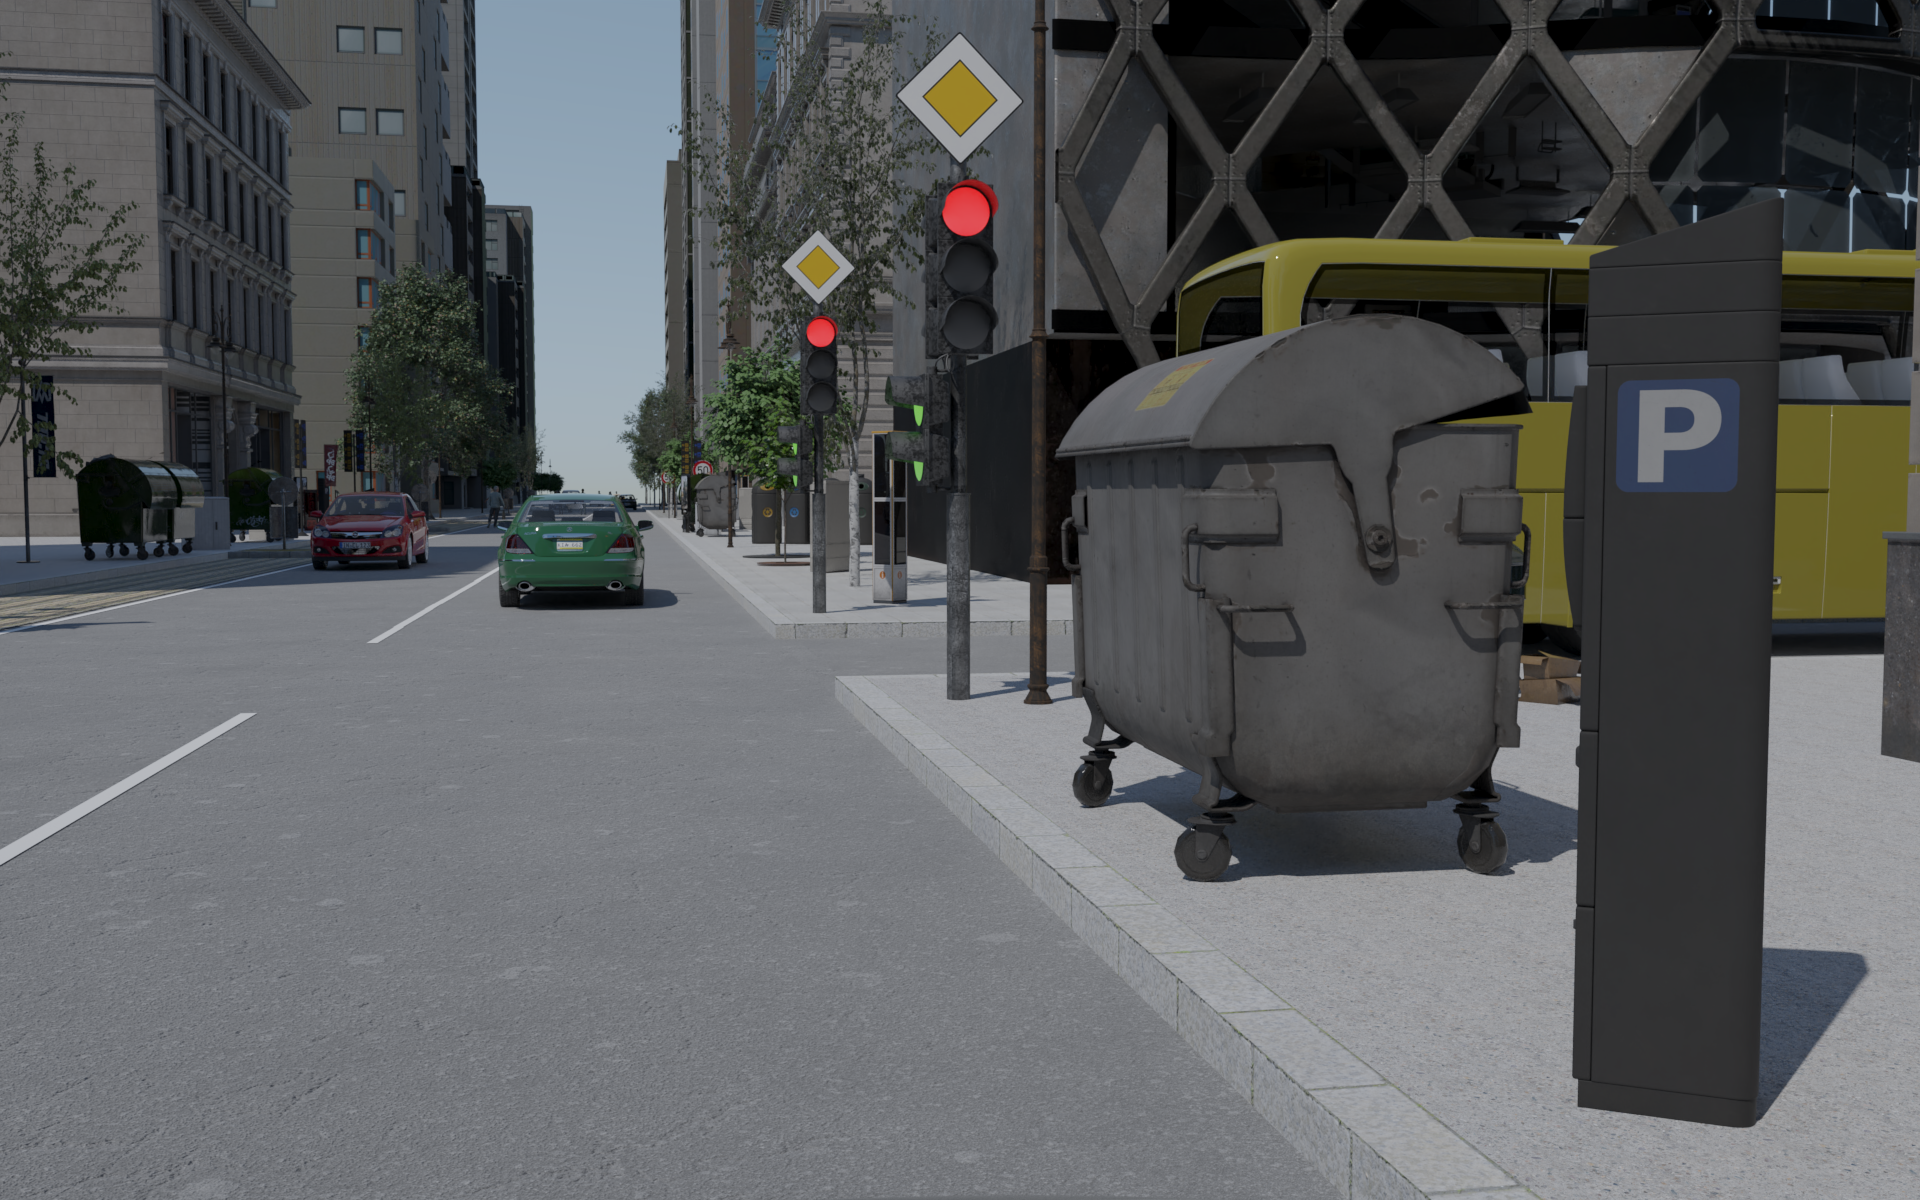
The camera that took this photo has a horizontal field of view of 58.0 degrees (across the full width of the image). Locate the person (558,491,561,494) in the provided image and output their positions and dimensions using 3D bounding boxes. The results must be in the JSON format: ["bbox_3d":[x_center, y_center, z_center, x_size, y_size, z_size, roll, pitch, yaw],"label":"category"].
[{"bbox_3d":[-27.703,-6.726,119.938,0.415,1.643,0.593,0,4,-2],"label":"person"}]

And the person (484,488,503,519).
[{"bbox_3d":[-26.811,-5.585,99.816,0.705,1.824,1.348,3,5,39],"label":"person"}]

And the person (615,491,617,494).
[{"bbox_3d":[-47.029,-13.969,236.980,0.705,1.812,1.348,-1,4,-10],"label":"person"}]

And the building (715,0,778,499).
[{"bbox_3d":[-7.647,-27.919,106.580,14.600,45.320,14.200,-1,4,-11],"label":"building"}]

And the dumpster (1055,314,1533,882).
[{"bbox_3d":[1.177,-0.043,6.457,1.264,1.857,1.865,-1,4,-11],"label":"dumpster"}]

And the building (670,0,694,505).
[{"bbox_3d":[-26.717,-47.759,219.106,20.563,71.187,20.611,-1,4,-11],"label":"building"}]

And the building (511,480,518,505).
[{"bbox_3d":[-69.229,-31.286,203.407,32.217,40.220,23.993,-1,4,-11],"label":"building"}]

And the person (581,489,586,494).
[{"bbox_3d":[-25.819,-6.736,118.648,1.348,1.822,0.705,0,3,0],"label":"person"}]

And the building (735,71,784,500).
[{"bbox_3d":[-3.279,-14.733,82.687,13.314,21.916,24.055,-1,4,-11],"label":"building"}]

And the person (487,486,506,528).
[{"bbox_3d":[-19.578,-3.929,73.222,0.782,1.767,0.515,0,4,6],"label":"person"}]

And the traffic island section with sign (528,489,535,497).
[{"bbox_3d":[-35.012,-8.129,141.530,1.989,1.847,2.006,-1,4,-11],"label":"traffic island section with sign"}]

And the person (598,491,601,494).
[{"bbox_3d":[-40.755,-11.436,195.482,1.348,1.823,0.705,3,5,40],"label":"person"}]

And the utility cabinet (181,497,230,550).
[{"bbox_3d":[-17.313,-1.748,39.743,0.306,1.237,1.020,3,5,42],"label":"utility cabinet"}]

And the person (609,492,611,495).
[{"bbox_3d":[-39.854,-11.521,197.659,1.217,1.735,0.721,3,5,44],"label":"person"}]

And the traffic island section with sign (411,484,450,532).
[{"bbox_3d":[-20.486,-3.498,65.824,1.989,1.847,2.006,-1,4,-11],"label":"traffic island section with sign"}]

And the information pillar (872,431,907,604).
[{"bbox_3d":[-0.823,-0.968,20.321,0.304,2.012,0.304,2,4,35],"label":"information pillar"}]

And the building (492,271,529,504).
[{"bbox_3d":[-63.623,-27.672,224.137,14.160,30.474,14.107,-1,4,-11],"label":"building"}]

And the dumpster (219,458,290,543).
[{"bbox_3d":[-18.850,-2.681,46.327,1.502,2.255,1.985,-1,4,-11],"label":"dumpster"}]

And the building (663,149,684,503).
[{"bbox_3d":[-29.974,-37.732,240.623,21.300,48.544,21.600,-1,4,-11],"label":"building"}]

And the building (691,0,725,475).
[{"bbox_3d":[-9.237,-35.844,128.045,21.231,58.520,28.212,-1,4,-11],"label":"building"}]

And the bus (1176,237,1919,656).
[{"bbox_3d":[8.262,-1.521,16.421,12.252,3.916,2.896,-1,4,-11],"label":"bus"}]

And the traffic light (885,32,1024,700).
[{"bbox_3d":[-0.029,-1.333,10.719,0.839,4.253,0.868,-1,4,-11],"label":"traffic light"}]

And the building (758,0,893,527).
[{"bbox_3d":[-0.763,-14.183,60.763,11.050,23.489,19.941,-1,4,-11],"label":"building"}]

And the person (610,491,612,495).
[{"bbox_3d":[-49.161,-14.378,243.657,0.705,1.814,1.350,0,4,4],"label":"person"}]

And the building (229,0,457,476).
[{"bbox_3d":[-52.527,-32.945,127.889,28.713,52.752,27.495,-1,4,-11],"label":"building"}]

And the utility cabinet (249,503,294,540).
[{"bbox_3d":[-19.037,-2.397,47.866,1.173,1.500,0.318,1,4,9],"label":"utility cabinet"}]

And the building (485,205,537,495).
[{"bbox_3d":[-65.888,-33.890,237.702,14.154,41.232,14.086,-1,4,-11],"label":"building"}]

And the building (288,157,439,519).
[{"bbox_3d":[-46.569,-15.675,101.326,27.650,21.520,28.899,-1,4,-11],"label":"building"}]

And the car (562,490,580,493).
[{"bbox_3d":[-34.403,-8.839,153.188,2.281,1.827,5.304,-1,4,-12],"label":"car"}]

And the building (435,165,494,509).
[{"bbox_3d":[-48.843,-23.181,150.708,14.160,30.474,14.107,-1,4,-11],"label":"building"}]

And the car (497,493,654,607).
[{"bbox_3d":[-5.225,-0.716,23.502,2.131,1.459,4.920,-1,4,-11],"label":"car"}]

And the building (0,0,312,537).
[{"bbox_3d":[-28.565,-12.316,52.276,10.553,20.767,40.483,-1,4,-11],"label":"building"}]

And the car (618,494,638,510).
[{"bbox_3d":[-29.749,-8.850,154.481,2.009,1.686,4.222,-1,4,-13],"label":"car"}]

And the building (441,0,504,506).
[{"bbox_3d":[-59.112,-45.447,181.312,20.563,71.187,20.611,-1,4,-11],"label":"building"}]

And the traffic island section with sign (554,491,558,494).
[{"bbox_3d":[-45.435,-11.445,195.757,1.989,1.847,2.006,-1,4,-11],"label":"traffic island section with sign"}]

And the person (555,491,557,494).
[{"bbox_3d":[-43.040,-10.736,184.713,0.721,1.739,1.217,3,5,45],"label":"person"}]

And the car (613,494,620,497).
[{"bbox_3d":[-37.112,-10.885,188.196,2.015,1.641,3.980,-1,4,-11],"label":"car"}]

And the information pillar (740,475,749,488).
[{"bbox_3d":[-8.451,-3.883,67.987,0.304,2.012,0.304,-1,4,-15],"label":"information pillar"}]

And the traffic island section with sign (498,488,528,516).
[{"bbox_3d":[-29.934,-6.509,115.056,1.989,1.847,2.006,-1,4,-11],"label":"traffic island section with sign"}]

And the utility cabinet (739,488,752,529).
[{"bbox_3d":[-7.322,-3.266,62.075,1.173,1.500,0.318,1,4,14],"label":"utility cabinet"}]

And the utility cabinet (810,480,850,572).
[{"bbox_3d":[-2.090,-1.216,28.568,0.318,1.500,1.173,1,4,22],"label":"utility cabinet"}]

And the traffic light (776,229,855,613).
[{"bbox_3d":[-1.534,-1.813,18.562,0.839,4.253,0.868,-1,4,-11],"label":"traffic light"}]

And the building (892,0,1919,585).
[{"bbox_3d":[8.334,-9.971,30.480,16.811,18.784,16.820,-1,4,-11],"label":"building"}]

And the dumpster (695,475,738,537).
[{"bbox_3d":[-7.330,-2.842,52.220,1.264,1.857,1.865,-1,4,-11],"label":"dumpster"}]

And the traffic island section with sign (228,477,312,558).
[{"bbox_3d":[-15.397,-1.879,39.351,1.989,1.847,2.006,-1,4,-11],"label":"traffic island section with sign"}]
